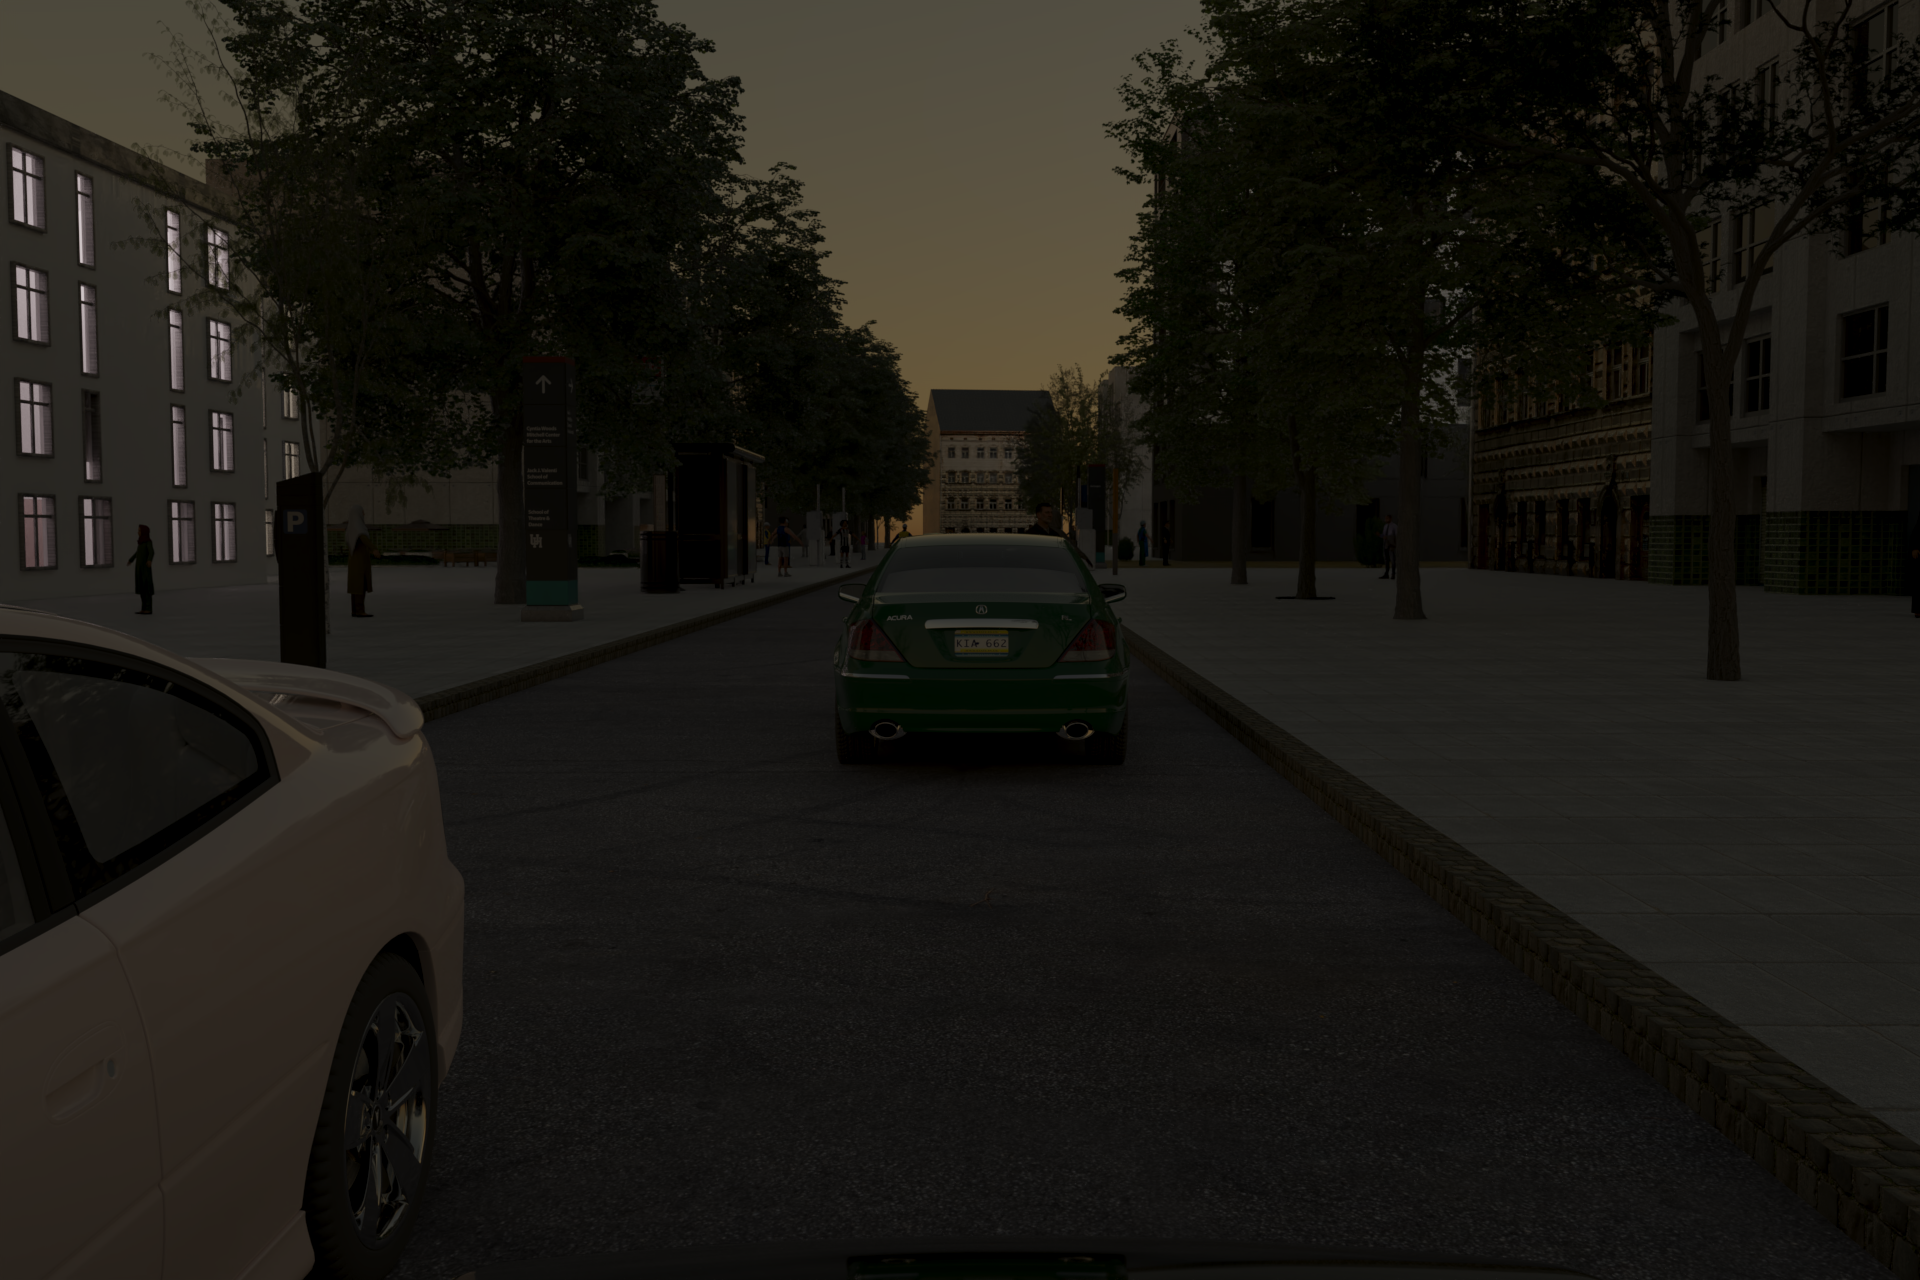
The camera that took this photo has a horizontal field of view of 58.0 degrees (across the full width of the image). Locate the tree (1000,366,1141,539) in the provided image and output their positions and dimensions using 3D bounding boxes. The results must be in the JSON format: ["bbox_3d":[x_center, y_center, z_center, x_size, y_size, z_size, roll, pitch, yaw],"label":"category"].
[{"bbox_3d":[8.092,-13.275,127.422,12.009,13.543,11.850,0,3,0],"label":"tree"}]

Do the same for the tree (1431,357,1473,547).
[{"bbox_3d":[21.196,-7.468,72.466,4.360,8.622,3.978,0,3,0],"label":"tree"}]

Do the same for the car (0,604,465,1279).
[{"bbox_3d":[-2.033,0.634,2.003,2.083,1.381,4.827,0,4,1],"label":"car"}]

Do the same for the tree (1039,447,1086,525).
[{"bbox_3d":[8.247,-11.821,143.633,4.360,8.622,3.978,0,3,0],"label":"tree"}]

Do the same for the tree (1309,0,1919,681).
[{"bbox_3d":[6.930,-4.942,15.209,8.767,10.594,7.601,2,4,32],"label":"tree"}]

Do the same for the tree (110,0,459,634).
[{"bbox_3d":[-8.121,-4.391,22.159,4.360,8.622,3.978,0,3,0],"label":"tree"}]

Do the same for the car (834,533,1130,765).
[{"bbox_3d":[0.155,-0.025,12.200,2.131,1.459,4.920,0,4,1],"label":"car"}]

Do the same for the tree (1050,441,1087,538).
[{"bbox_3d":[8.482,-11.431,137.264,4.360,8.622,3.978,0,3,0],"label":"tree"}]

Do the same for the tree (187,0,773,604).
[{"bbox_3d":[-8.370,-7.638,31.535,9.857,13.997,8.962,0,3,0],"label":"tree"}]

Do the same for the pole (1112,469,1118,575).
[{"bbox_3d":[4.850,-3.684,54.081,0.158,3.312,0.155,0,3,0],"label":"pole"}]

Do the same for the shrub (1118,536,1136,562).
[{"bbox_3d":[7.723,-4.269,80.909,1.383,1.207,1.383,0,3,0],"label":"shrub"}]

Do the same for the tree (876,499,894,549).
[{"bbox_3d":[-6.700,-11.886,144.698,4.737,8.622,4.395,0,3,0],"label":"tree"}]

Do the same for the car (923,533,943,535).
[{"bbox_3d":[-0.914,-3.830,71.414,1.959,1.807,4.718,0,4,1],"label":"car"}]

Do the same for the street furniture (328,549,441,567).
[{"bbox_3d":[-26.112,-3.322,69.934,10.072,0.657,5.734,-1,4,-10],"label":"street furniture"}]

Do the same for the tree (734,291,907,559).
[{"bbox_3d":[-7.174,-11.091,87.995,9.857,13.997,8.962,0,3,0],"label":"tree"}]

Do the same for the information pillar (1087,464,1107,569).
[{"bbox_3d":[5.069,-4.590,64.426,0.750,3.857,0.750,0,4,0],"label":"information pillar"}]

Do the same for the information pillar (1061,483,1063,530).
[{"bbox_3d":[4.644,-5.360,78.991,0.183,3.616,0.504,0,4,-1],"label":"information pillar"}]

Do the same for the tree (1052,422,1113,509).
[{"bbox_3d":[7.843,-10.033,114.402,4.360,8.622,3.978,0,3,0],"label":"tree"}]

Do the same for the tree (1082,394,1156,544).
[{"bbox_3d":[8.084,-8.449,88.506,4.360,8.622,3.978,0,3,0],"label":"tree"}]

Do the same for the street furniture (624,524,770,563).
[{"bbox_3d":[-13.573,-4.499,80.415,9.812,1.723,11.010,0,4,0],"label":"street furniture"}]

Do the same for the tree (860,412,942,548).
[{"bbox_3d":[-6.489,-15.162,154.553,9.857,13.997,8.962,0,3,0],"label":"tree"}]

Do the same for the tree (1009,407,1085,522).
[{"bbox_3d":[8.231,-14.415,153.805,7.486,12.596,7.792,0,3,0],"label":"tree"}]

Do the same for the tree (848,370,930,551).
[{"bbox_3d":[-6.998,-13.947,134.690,9.857,13.997,8.962,0,3,0],"label":"tree"}]

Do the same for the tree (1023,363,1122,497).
[{"bbox_3d":[5.070,-7.539,73.624,4.737,8.622,4.395,0,3,0],"label":"tree"}]

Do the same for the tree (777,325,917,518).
[{"bbox_3d":[-6.981,-12.079,104.150,9.857,13.997,8.962,0,3,0],"label":"tree"}]

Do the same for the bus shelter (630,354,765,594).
[{"bbox_3d":[-6.241,-3.895,41.320,2.179,5.291,8.768,0,4,0],"label":"bus shelter"}]

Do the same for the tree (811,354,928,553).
[{"bbox_3d":[-7.126,-12.914,117.804,9.857,13.997,8.962,0,3,0],"label":"tree"}]

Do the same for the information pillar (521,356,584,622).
[{"bbox_3d":[-6.043,-2.215,25.589,0.750,3.857,0.750,0,4,1],"label":"information pillar"}]

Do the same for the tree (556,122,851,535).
[{"bbox_3d":[-7.968,-8.922,52.525,9.857,13.997,8.962,0,3,0],"label":"tree"}]

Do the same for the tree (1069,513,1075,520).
[{"bbox_3d":[17.925,-18.924,259.769,4.737,8.622,4.395,0,3,0],"label":"tree"}]

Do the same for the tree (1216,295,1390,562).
[{"bbox_3d":[14.217,-9.495,73.374,7.486,12.596,7.792,0,3,0],"label":"tree"}]

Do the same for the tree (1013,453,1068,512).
[{"bbox_3d":[8.637,-14.271,167.741,7.601,10.594,8.767,-1,4,-13],"label":"tree"}]

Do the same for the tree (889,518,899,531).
[{"bbox_3d":[-6.797,-13.197,166.141,4.360,8.622,3.978,0,3,0],"label":"tree"}]

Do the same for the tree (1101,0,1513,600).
[{"bbox_3d":[6.715,-6.596,33.607,9.928,11.665,9.643,0,3,0],"label":"tree"}]

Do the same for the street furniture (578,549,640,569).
[{"bbox_3d":[-11.801,-3.166,67.393,5.734,0.657,10.072,0,4,-2],"label":"street furniture"}]

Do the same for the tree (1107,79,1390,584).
[{"bbox_3d":[7.350,-7.673,43.573,7.486,12.596,7.792,0,3,0],"label":"tree"}]

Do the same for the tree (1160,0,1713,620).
[{"bbox_3d":[6.826,-6.557,25.333,7.486,12.596,7.792,0,3,0],"label":"tree"}]
